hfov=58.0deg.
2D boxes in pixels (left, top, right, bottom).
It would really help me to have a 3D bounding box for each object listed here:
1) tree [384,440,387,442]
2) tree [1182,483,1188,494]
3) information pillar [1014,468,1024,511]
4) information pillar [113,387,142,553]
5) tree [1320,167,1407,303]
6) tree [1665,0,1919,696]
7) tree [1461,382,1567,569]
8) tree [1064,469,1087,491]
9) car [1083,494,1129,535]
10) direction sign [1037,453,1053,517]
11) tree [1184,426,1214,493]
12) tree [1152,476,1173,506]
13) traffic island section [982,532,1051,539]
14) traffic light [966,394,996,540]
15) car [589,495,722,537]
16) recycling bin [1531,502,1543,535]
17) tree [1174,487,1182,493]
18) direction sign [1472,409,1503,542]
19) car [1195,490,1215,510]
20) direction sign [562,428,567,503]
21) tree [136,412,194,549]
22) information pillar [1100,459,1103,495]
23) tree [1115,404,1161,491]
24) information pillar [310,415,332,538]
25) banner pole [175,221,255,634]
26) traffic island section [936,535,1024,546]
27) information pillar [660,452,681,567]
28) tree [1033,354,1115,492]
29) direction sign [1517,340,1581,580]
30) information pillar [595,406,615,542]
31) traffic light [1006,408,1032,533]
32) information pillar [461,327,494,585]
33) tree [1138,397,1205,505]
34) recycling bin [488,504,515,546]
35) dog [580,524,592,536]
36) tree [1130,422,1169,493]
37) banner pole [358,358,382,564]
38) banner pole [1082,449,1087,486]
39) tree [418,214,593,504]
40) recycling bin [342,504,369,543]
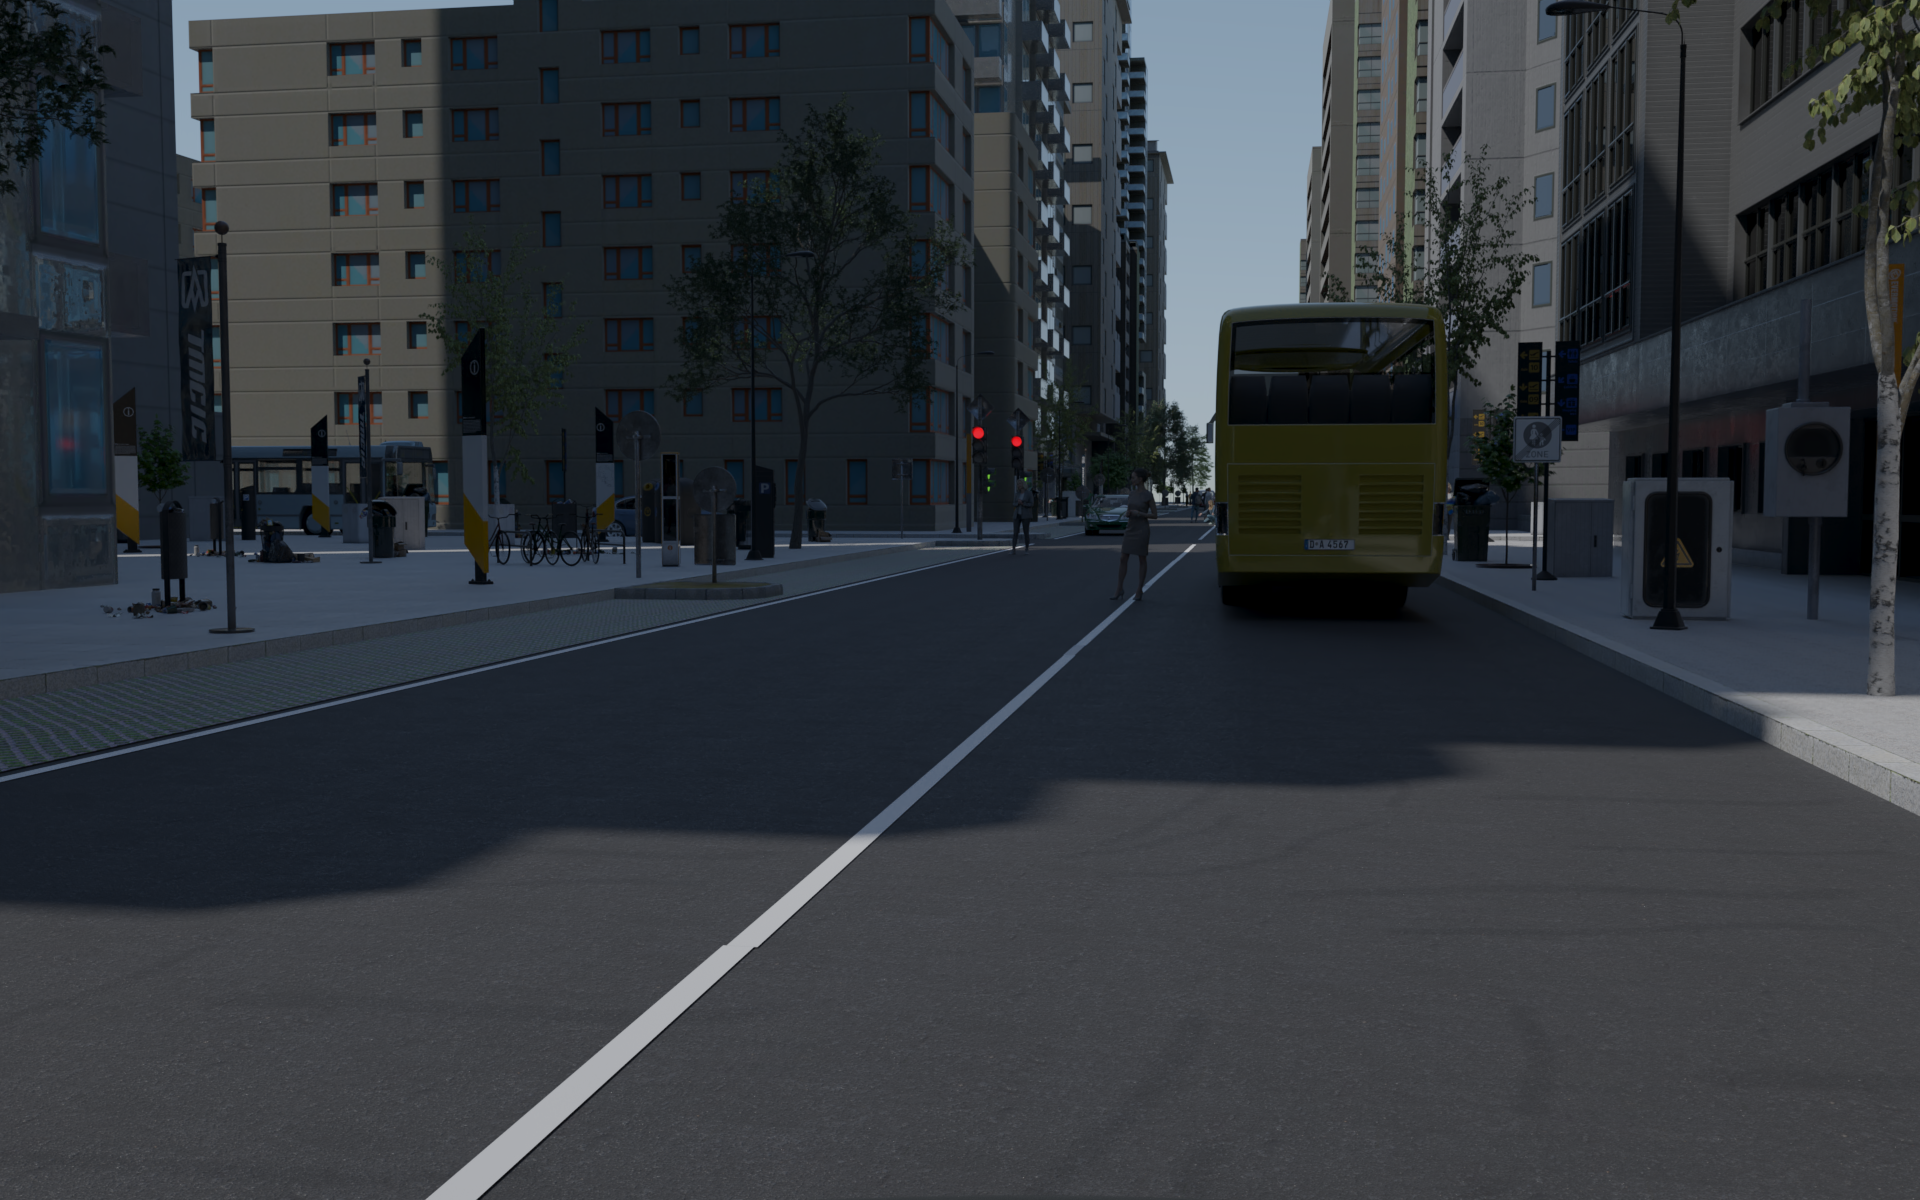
[{"bbox_3d":[-20.166,-4.073,61.191,1.663,3.219,1.824,0,3,0],"label":"tree"},{"bbox_3d":[34.724,-16.750,268.465,1.663,3.219,1.824,0,3,0],"label":"tree"},{"bbox_3d":[2.658,-5.318,78.296,0.504,3.616,0.183,-2,4,-32],"label":"information pillar"},{"bbox_3d":[-18.157,-2.835,37.713,0.504,3.616,0.183,-3,4,-36],"label":"information pillar"},{"bbox_3d":[10.057,-5.269,36.515,4.737,8.622,4.395,0,3,0],"label":"tree"},{"bbox_3d":[6.066,-3.687,10.648,4.737,8.622,4.395,0,3,0],"label":"tree"},{"bbox_3d":[9.674,-2.173,30.125,1.663,3.219,1.824,0,3,0],"label":"tree"},{"bbox_3d":[8.569,-8.253,129.537,1.663,3.219,1.824,0,3,0],"label":"tree"},{"bbox_3d":[5.479,-3.037,61.451,2.131,1.459,4.920,1,4,9],"label":"car"},{"bbox_3d":[4.685,-6.303,95.053,0.876,3.537,0.379,0,4,-5],"label":"direction sign"},{"bbox_3d":[38.498,-22.634,288.198,7.486,12.596,7.792,0,3,0],"label":"tree"},{"bbox_3d":[25.221,-13.505,215.411,1.663,3.219,1.824,0,3,0],"label":"tree"},{"bbox_3d":[1.862,-2.092,56.491,2.009,0.180,2.903,1,4,10],"label":"traffic island section"},{"bbox_3d":[0.575,-3.642,48.475,0.839,4.253,0.868,1,4,10],"label":"traffic light"},{"bbox_3d":[-9.131,-2.529,53.344,4.499,1.417,2.014,1,4,11],"label":"car"},{"bbox_3d":[18.366,-2.563,54.453,0.722,1.027,0.722,2,4,25],"label":"recycling bin"},{"bbox_3d":[28.204,-14.497,231.627,1.663,3.219,1.824,0,3,0],"label":"tree"},{"bbox_3d":[14.143,-3.324,46.339,0.876,3.537,0.379,2,4,25],"label":"direction sign"},{"bbox_3d":[22.261,-9.055,156.715,2.281,1.827,5.304,0,4,8],"label":"car"},{"bbox_3d":[-13.710,-4.162,60.048,0.379,3.537,0.876,0,4,-5],"label":"direction sign"},{"bbox_3d":[-19.084,-2.838,40.997,1.663,3.219,1.824,0,3,0],"label":"tree"},{"bbox_3d":[9.433,-7.598,115.588,0.183,3.616,0.504,-1,4,-10],"label":"information pillar"},{"bbox_3d":[14.425,-11.798,143.263,4.737,8.622,4.395,0,3,0],"label":"tree"},{"bbox_3d":[-18.855,-3.653,51.075,0.504,3.616,0.183,0,4,-4],"label":"information pillar"},{"bbox_3d":[-6.967,-1.595,16.090,0.863,3.779,0.401,2,4,29],"label":"banner pole"},{"bbox_3d":[0.537,-1.611,48.616,2.009,0.180,2.903,1,4,10],"label":"traffic island section"},{"bbox_3d":[-5.110,-1.597,30.597,0.304,2.012,0.304,0,4,-3],"label":"information pillar"},{"bbox_3d":[5.266,-8.625,91.377,4.737,8.622,4.395,0,3,0],"label":"tree"},{"bbox_3d":[8.733,-2.066,25.780,0.876,3.537,0.379,1,4,22],"label":"direction sign"},{"bbox_3d":[-9.489,-3.357,46.238,0.504,3.616,0.183,0,4,-1],"label":"information pillar"},{"bbox_3d":[1.900,-4.124,56.350,0.839,4.253,0.868,1,4,10],"label":"traffic light"},{"bbox_3d":[-6.880,-2.033,24.589,0.504,3.616,0.183,3,5,40],"label":"information pillar"},{"bbox_3d":[24.195,-17.622,205.129,9.611,12.733,9.660,0,3,0],"label":"tree"},{"bbox_3d":[-11.573,-1.867,43.079,0.722,1.027,0.722,2,4,24],"label":"recycling bin"},{"bbox_3d":[-11.695,-2.163,54.649,0.406,0.507,0.540,1,4,9],"label":"dog"},{"bbox_3d":[18.905,-13.486,170.854,4.360,8.622,3.978,0,3,0],"label":"tree"},{"bbox_3d":[-11.054,-2.580,32.199,0.401,3.779,0.863,-2,4,-34],"label":"banner pole"},{"bbox_3d":[6.939,-6.525,96.698,0.401,3.779,0.863,-1,4,-17],"label":"banner pole"},{"bbox_3d":[-12.236,-5.877,46.457,4.737,8.622,4.395,0,3,0],"label":"tree"},{"bbox_3d":[-15.679,-2.009,45.407,0.722,1.027,0.722,2,4,34],"label":"recycling bin"}]
